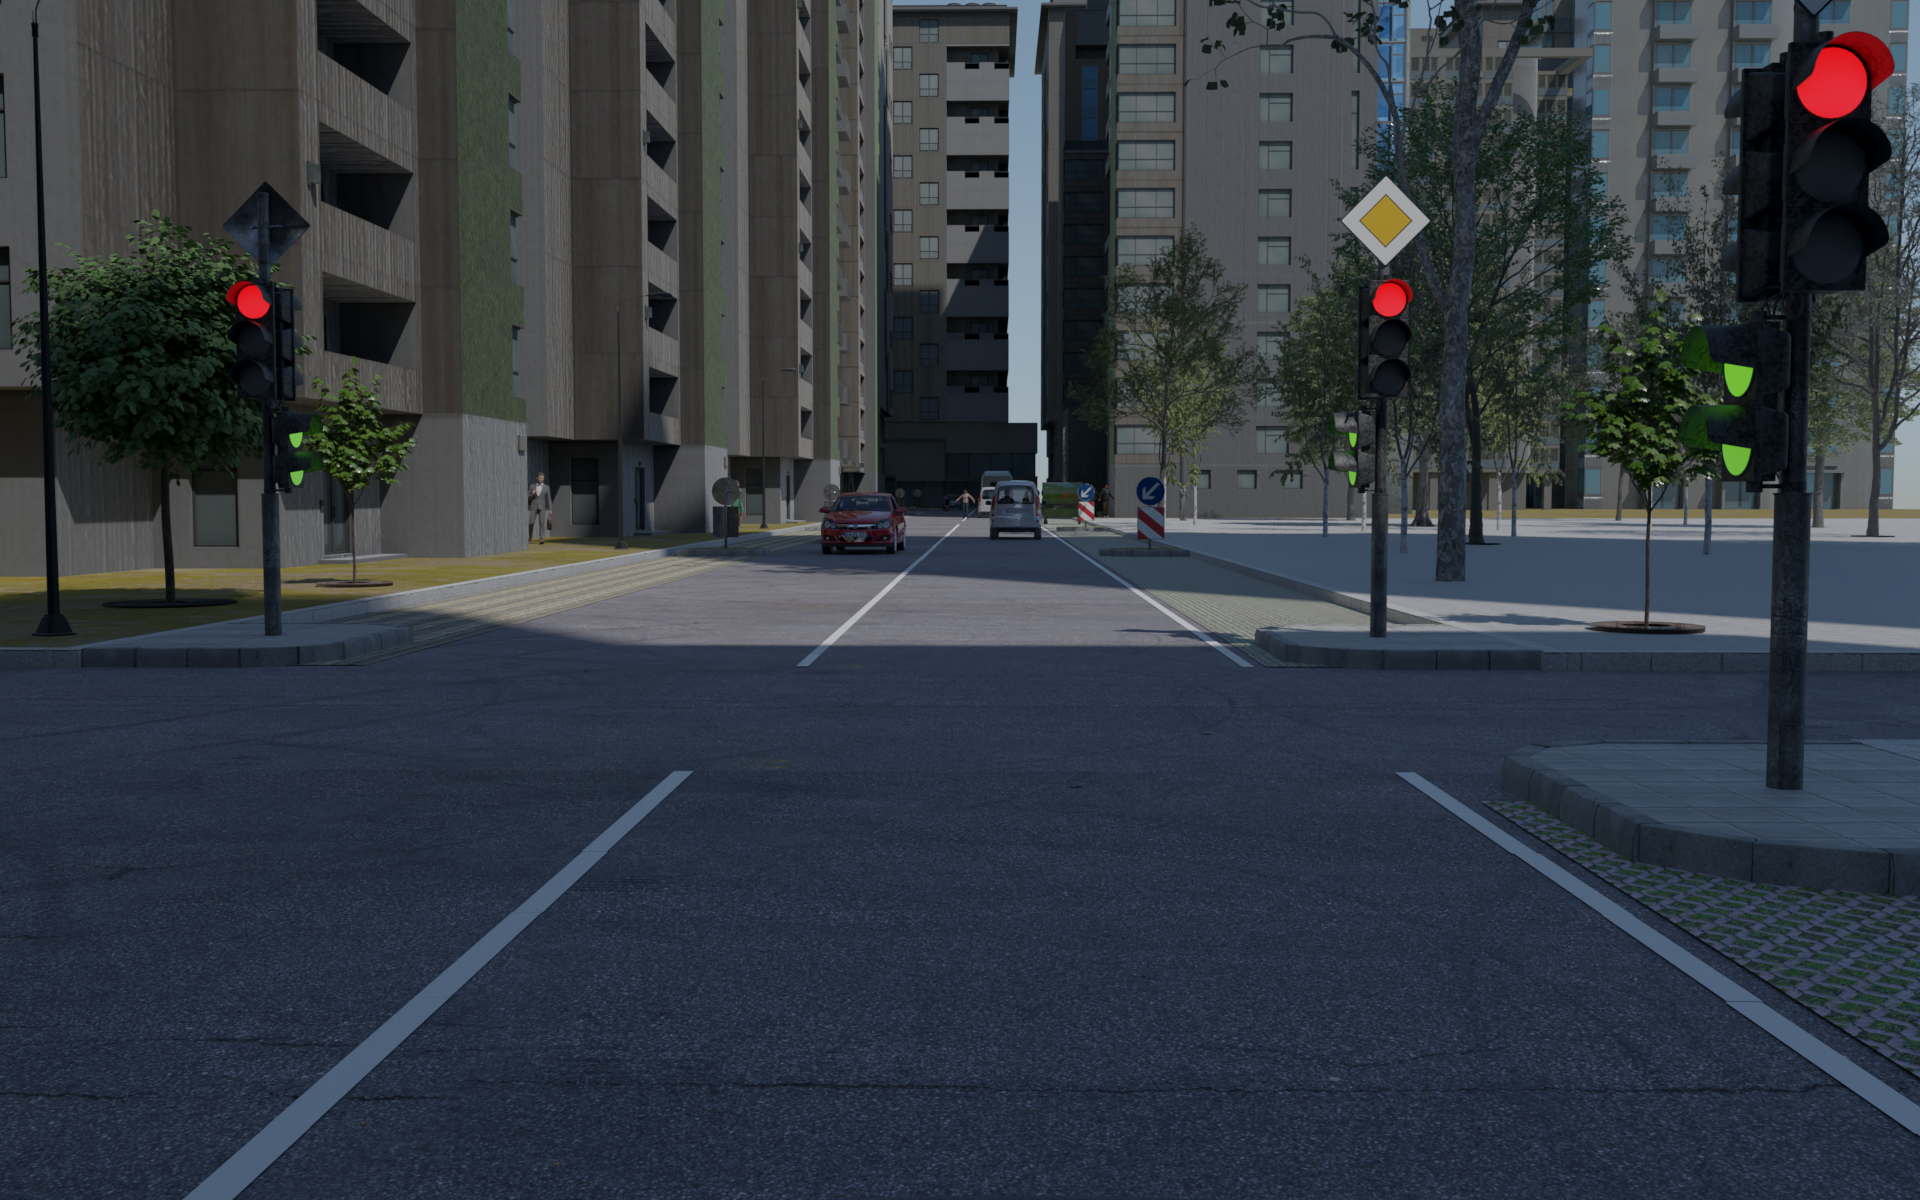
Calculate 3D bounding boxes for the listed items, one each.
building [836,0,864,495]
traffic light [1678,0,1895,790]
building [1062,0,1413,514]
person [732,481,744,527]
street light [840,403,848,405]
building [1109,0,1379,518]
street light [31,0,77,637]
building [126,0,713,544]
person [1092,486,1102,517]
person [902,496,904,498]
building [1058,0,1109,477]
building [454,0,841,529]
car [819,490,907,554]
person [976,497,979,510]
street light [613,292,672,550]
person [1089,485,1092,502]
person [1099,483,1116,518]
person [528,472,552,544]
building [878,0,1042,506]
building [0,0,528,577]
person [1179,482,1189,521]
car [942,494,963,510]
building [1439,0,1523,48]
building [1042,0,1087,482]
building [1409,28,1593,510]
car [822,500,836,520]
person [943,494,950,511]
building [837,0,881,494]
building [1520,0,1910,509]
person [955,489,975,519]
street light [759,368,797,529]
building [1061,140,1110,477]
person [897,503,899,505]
[{"bbox_3d":[-18.462,-29.755,106.101,23.786,49.044,30.456,0,4,1],"label":"building"},{"bbox_3d":[3.587,-1.134,7.461,0.839,4.253,0.868,0,4,1],"label":"traffic light"},{"bbox_3d":[19.025,-49.386,120.126,22.319,86.520,31.000,0,4,1],"label":"building"},{"bbox_3d":[-8.495,-3.642,65.838,0.529,1.795,0.600,0,4,5],"label":"person"},{"bbox_3d":[-6.420,-7.076,88.229,1.470,5.913,1.316,0,4,1],"label":"street light"},{"bbox_3d":[15.518,-25.411,99.069,14.154,41.232,14.086,0,4,1],"label":"building"},{"bbox_3d":[-7.686,-2.630,15.535,1.470,5.913,1.316,0,4,1],"label":"street light"},{"bbox_3d":[-15.406,-17.264,53.966,14.160,30.474,14.107,0,4,1],"label":"building"},{"bbox_3d":[7.517,-5.476,96.295,1.217,1.735,0.721,-2,4,-32],"label":"person"},{"bbox_3d":[-5.282,-9.013,154.319,0.541,1.710,0.530,0,4,7],"label":"person"},{"bbox_3d":[16.158,-31.086,158.372,14.600,45.320,14.200,0,4,1],"label":"building"},{"bbox_3d":[-12.992,-18.655,76.705,14.160,30.474,14.107,0,4,1],"label":"building"},{"bbox_3d":[-2.353,-2.066,42.814,2.155,1.783,4.494,0,4,3],"label":"car"},{"bbox_3d":[1.882,-8.989,158.652,0.799,1.438,0.628,-3,4,-39],"label":"person"},{"bbox_3d":[-7.312,-4.124,39.961,1.470,5.913,1.316,0,4,1],"label":"street light"},{"bbox_3d":[7.925,-6.135,106.225,0.599,1.838,0.709,-2,4,-30],"label":"person"},{"bbox_3d":[7.771,-5.289,92.145,0.705,1.869,1.348,3,5,45],"label":"person"},{"bbox_3d":[-10.750,-2.337,44.213,0.622,1.834,0.822,-2,4,-23],"label":"person"},{"bbox_3d":[-5.514,-36.674,188.865,27.495,52.752,28.713,0,4,1],"label":"building"},{"bbox_3d":[-17.008,-15.916,31.926,14.160,30.474,14.107,0,4,1],"label":"building"},{"bbox_3d":[10.801,-4.743,83.398,0.447,1.846,0.655,2,4,24],"label":"person"},{"bbox_3d":[-0.629,-9.011,159.337,2.014,1.417,4.499,0,4,2],"label":"car"},{"bbox_3d":[65.131,-36.523,186.387,27.495,52.752,28.713,0,4,1],"label":"building"},{"bbox_3d":[22.059,-36.557,186.948,27.495,52.752,28.713,0,4,1],"label":"building"},{"bbox_3d":[37.539,-28.051,150.512,23.993,40.220,32.217,0,4,1],"label":"building"},{"bbox_3d":[-3.053,-2.486,52.451,2.131,1.459,4.920,0,4,2],"label":"car"},{"bbox_3d":[-1.164,-8.102,144.195,0.421,1.427,0.697,-2,4,-34],"label":"person"},{"bbox_3d":[-13.463,-27.258,129.267,14.154,41.232,14.086,0,4,1],"label":"building"},{"bbox_3d":[65.347,-32.638,153.247,30.456,49.044,23.786,0,4,1],"label":"building"},{"bbox_3d":[0.290,-5.420,97.834,1.217,1.736,0.721,2,4,23],"label":"person"},{"bbox_3d":[-6.728,-5.596,64.031,1.470,5.913,1.316,0,4,1],"label":"street light"},{"bbox_3d":[15.375,-22.796,144.421,14.160,30.474,14.107,0,4,1],"label":"building"},{"bbox_3d":[-4.334,-5.889,108.044,1.065,1.426,0.557,-1,4,-11],"label":"person"}]
